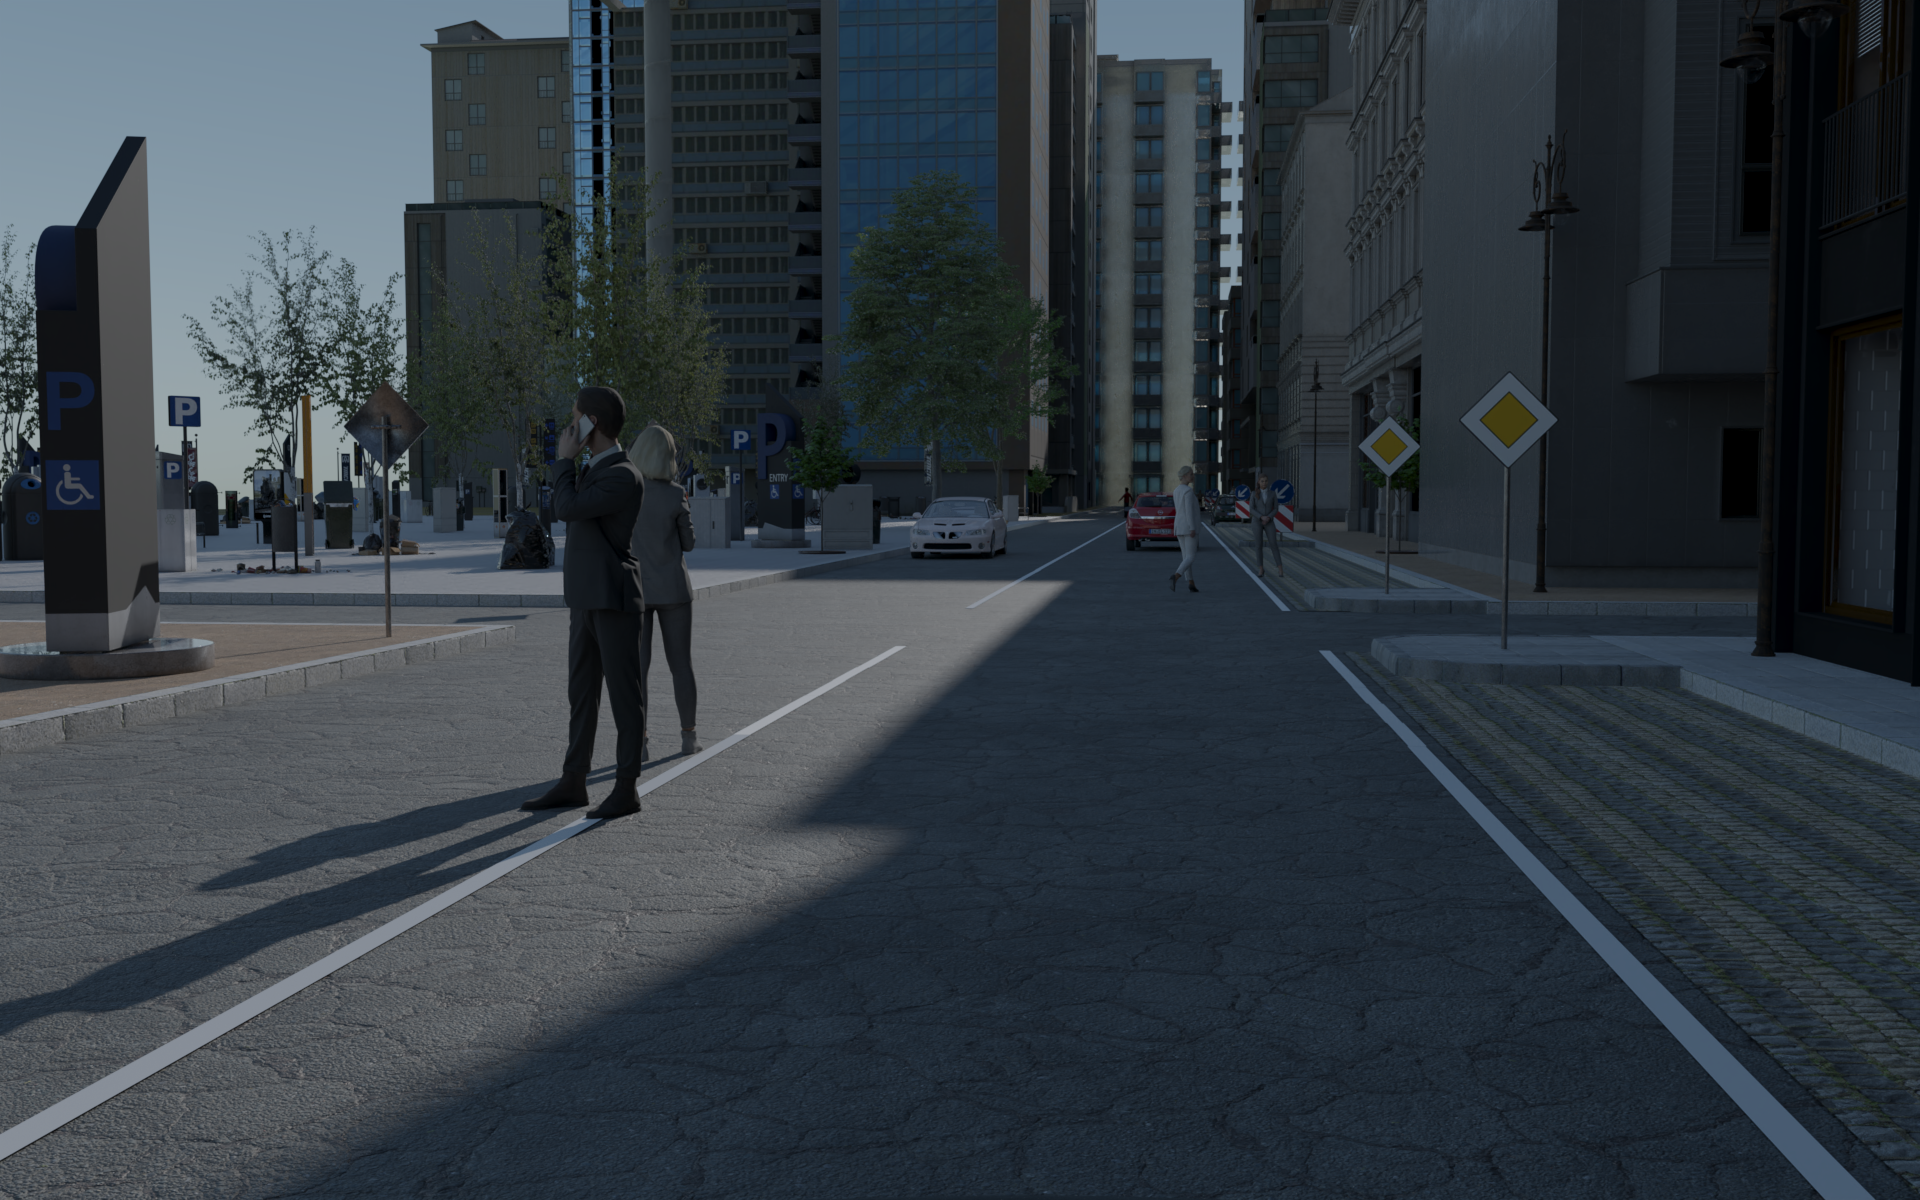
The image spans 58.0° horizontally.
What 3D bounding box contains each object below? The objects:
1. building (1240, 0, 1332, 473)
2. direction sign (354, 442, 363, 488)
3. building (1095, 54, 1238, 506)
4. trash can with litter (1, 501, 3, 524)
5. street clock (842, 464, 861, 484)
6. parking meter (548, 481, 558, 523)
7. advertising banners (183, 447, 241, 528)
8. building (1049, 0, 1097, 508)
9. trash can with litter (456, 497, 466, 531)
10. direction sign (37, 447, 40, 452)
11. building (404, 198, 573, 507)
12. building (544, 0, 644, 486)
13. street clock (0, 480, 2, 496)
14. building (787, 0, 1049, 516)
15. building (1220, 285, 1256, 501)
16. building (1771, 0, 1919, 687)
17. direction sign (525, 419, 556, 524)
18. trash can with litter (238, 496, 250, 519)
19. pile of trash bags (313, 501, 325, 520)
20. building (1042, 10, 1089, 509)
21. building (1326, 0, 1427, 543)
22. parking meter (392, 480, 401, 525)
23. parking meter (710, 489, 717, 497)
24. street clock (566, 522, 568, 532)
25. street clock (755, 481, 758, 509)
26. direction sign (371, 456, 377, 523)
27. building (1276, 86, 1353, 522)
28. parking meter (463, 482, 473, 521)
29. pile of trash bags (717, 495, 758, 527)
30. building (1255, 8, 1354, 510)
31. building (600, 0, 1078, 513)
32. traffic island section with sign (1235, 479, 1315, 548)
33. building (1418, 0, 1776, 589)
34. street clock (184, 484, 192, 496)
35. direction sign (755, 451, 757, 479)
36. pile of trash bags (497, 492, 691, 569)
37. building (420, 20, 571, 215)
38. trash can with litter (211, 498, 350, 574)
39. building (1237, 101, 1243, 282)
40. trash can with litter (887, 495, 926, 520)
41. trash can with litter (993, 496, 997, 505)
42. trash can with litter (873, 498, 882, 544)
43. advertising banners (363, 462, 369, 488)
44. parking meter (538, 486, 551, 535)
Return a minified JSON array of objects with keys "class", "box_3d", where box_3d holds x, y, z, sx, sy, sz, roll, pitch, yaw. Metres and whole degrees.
[{"class":"building","box_3d":[34.734,-32.879,126.805,28.713,52.752,27.495,0,4,7]},{"class":"direction sign","box_3d":[-26.112,-5.090,75.225,0.379,3.537,0.876,0,4,2]},{"class":"building","box_3d":[14.471,-35.005,191.933,30.456,49.044,23.786,0,4,7]},{"class":"trash can with litter","box_3d":[-41.238,-3.869,74.645,0.624,1.170,1.055,3,5,41]},{"class":"street clock","box_3d":[-2.594,-2.250,41.355,0.358,2.002,0.471,-3,5,-41]},{"class":"parking meter","box_3d":[-18.118,-4.371,77.174,0.399,1.863,0.255,1,4,10]},{"class":"advertising banners","box_3d":[-28.009,-4.199,64.841,2.074,3.025,0.090,0,4,0]},{"class":"building","box_3d":[2.226,-44.380,163.868,20.611,71.187,20.563,0,4,7]},{"class":"trash can with litter","box_3d":[-17.626,-2.966,59.882,1.055,1.170,0.624,1,4,20]},{"class":"direction sign","box_3d":[-44.240,-5.630,84.040,0.876,3.537,0.379,-2,4,-25]},{"class":"building","box_3d":[-45.877,-24.564,173.322,14.107,30.474,14.160,0,4,7]},{"class":"building","box_3d":[-23.796,-52.149,165.302,31.000,86.520,22.319,0,4,7]},{"class":"street clock","box_3d":[-48.114,-5.024,86.719,0.358,2.002,0.471,-2,4,-35]},{"class":"building","box_3d":[-1.993,-27.845,105.383,14.600,45.320,14.200,0,4,7]},{"class":"building","box_3d":[37.909,-19.034,156.240,27.650,21.520,28.899,0,4,7]},{"class":"building","box_3d":[11.740,-10.718,4.916,12.332,23.373,15.834,0,4,7]},{"class":"direction sign","box_3d":[-12.588,-3.673,52.048,0.876,3.537,0.379,0,4,-7]},{"class":"trash can with litter","box_3d":[-36.829,-4.730,88.726,0.624,1.170,1.055,2,4,25]},{"class":"pile of trash bags","box_3d":[-32.045,-4.713,86.818,1.912,1.369,3.447,1,4,10]},{"class":"building","box_3d":[3.243,-28.127,143.475,14.154,41.232,14.086,0,4,7]},{"class":"building","box_3d":[17.628,-12.650,57.745,10.553,20.767,40.483,0,4,7]},{"class":"parking meter","box_3d":[-23.255,-4.020,71.434,0.255,1.863,0.399,0,4,-2]},{"class":"parking meter","box_3d":[-12.705,-4.948,89.314,0.372,1.533,0.369,0,3,0]},{"class":"street clock","box_3d":[-12.632,-3.146,55.999,0.471,2.002,0.358,3,5,43]},{"class":"street clock","box_3d":[-11.051,-5.556,95.410,0.358,2.002,0.471,2,4,33]},{"class":"direction sign","box_3d":[-25.903,-5.156,76.297,0.379,3.537,0.876,-1,4,-21]},{"class":"building","box_3d":[21.248,-14.543,86.923,9.793,20.994,18.267,0,4,7]},{"class":"parking meter","box_3d":[-23.810,-4.776,83.794,0.399,1.863,0.255,0,4,-4]},{"class":"pile of trash bags","box_3d":[-9.538,-3.612,68.814,3.447,1.369,1.912,0,4,6]},{"class":"building","box_3d":[25.354,-20.486,106.651,14.160,30.474,14.107,0,4,7]},{"class":"building","box_3d":[-7.836,-26.535,125.727,32.217,40.220,23.993,0,4,7]},{"class":"traffic island section with sign","box_3d":[8.606,-2.357,47.159,1.989,1.847,2.006,0,4,7]},{"class":"building","box_3d":[23.468,-12.688,26.519,30.058,24.678,14.314,0,4,7]},{"class":"street clock","box_3d":[-30.129,-3.856,67.621,0.358,2.002,0.471,2,4,35]},{"class":"direction sign","box_3d":[-10.373,-5.984,89.842,0.379,3.537,0.876,-3,4,-36]},{"class":"pile of trash bags","box_3d":[-6.343,-1.241,30.042,3.447,1.369,1.912,1,4,9]},{"class":"building","box_3d":[-42.945,-37.425,201.129,27.495,52.752,28.713,0,4,7]},{"class":"trash can with litter","box_3d":[-11.279,-1.061,28.403,2.233,1.210,1.678,2,4,26]},{"class":"building","box_3d":[45.297,-34.748,187.744,30.456,49.044,23.786,0,4,7]},{"class":"trash can with litter","box_3d":[-2.356,-4.690,87.733,2.233,1.210,1.678,0,4,6]},{"class":"trash can with litter","box_3d":[2.296,-5.120,95.103,1.055,1.170,0.624,0,4,0]},{"class":"trash can with litter","box_3d":[-2.383,-2.041,44.754,0.624,1.170,1.055,-1,4,-15]},{"class":"advertising banners","box_3d":[-31.766,-5.990,94.120,2.074,3.025,0.090,2,4,35]},{"class":"parking meter","box_3d":[-12.891,-2.774,53.768,0.372,1.533,0.369,0,3,0]}]
